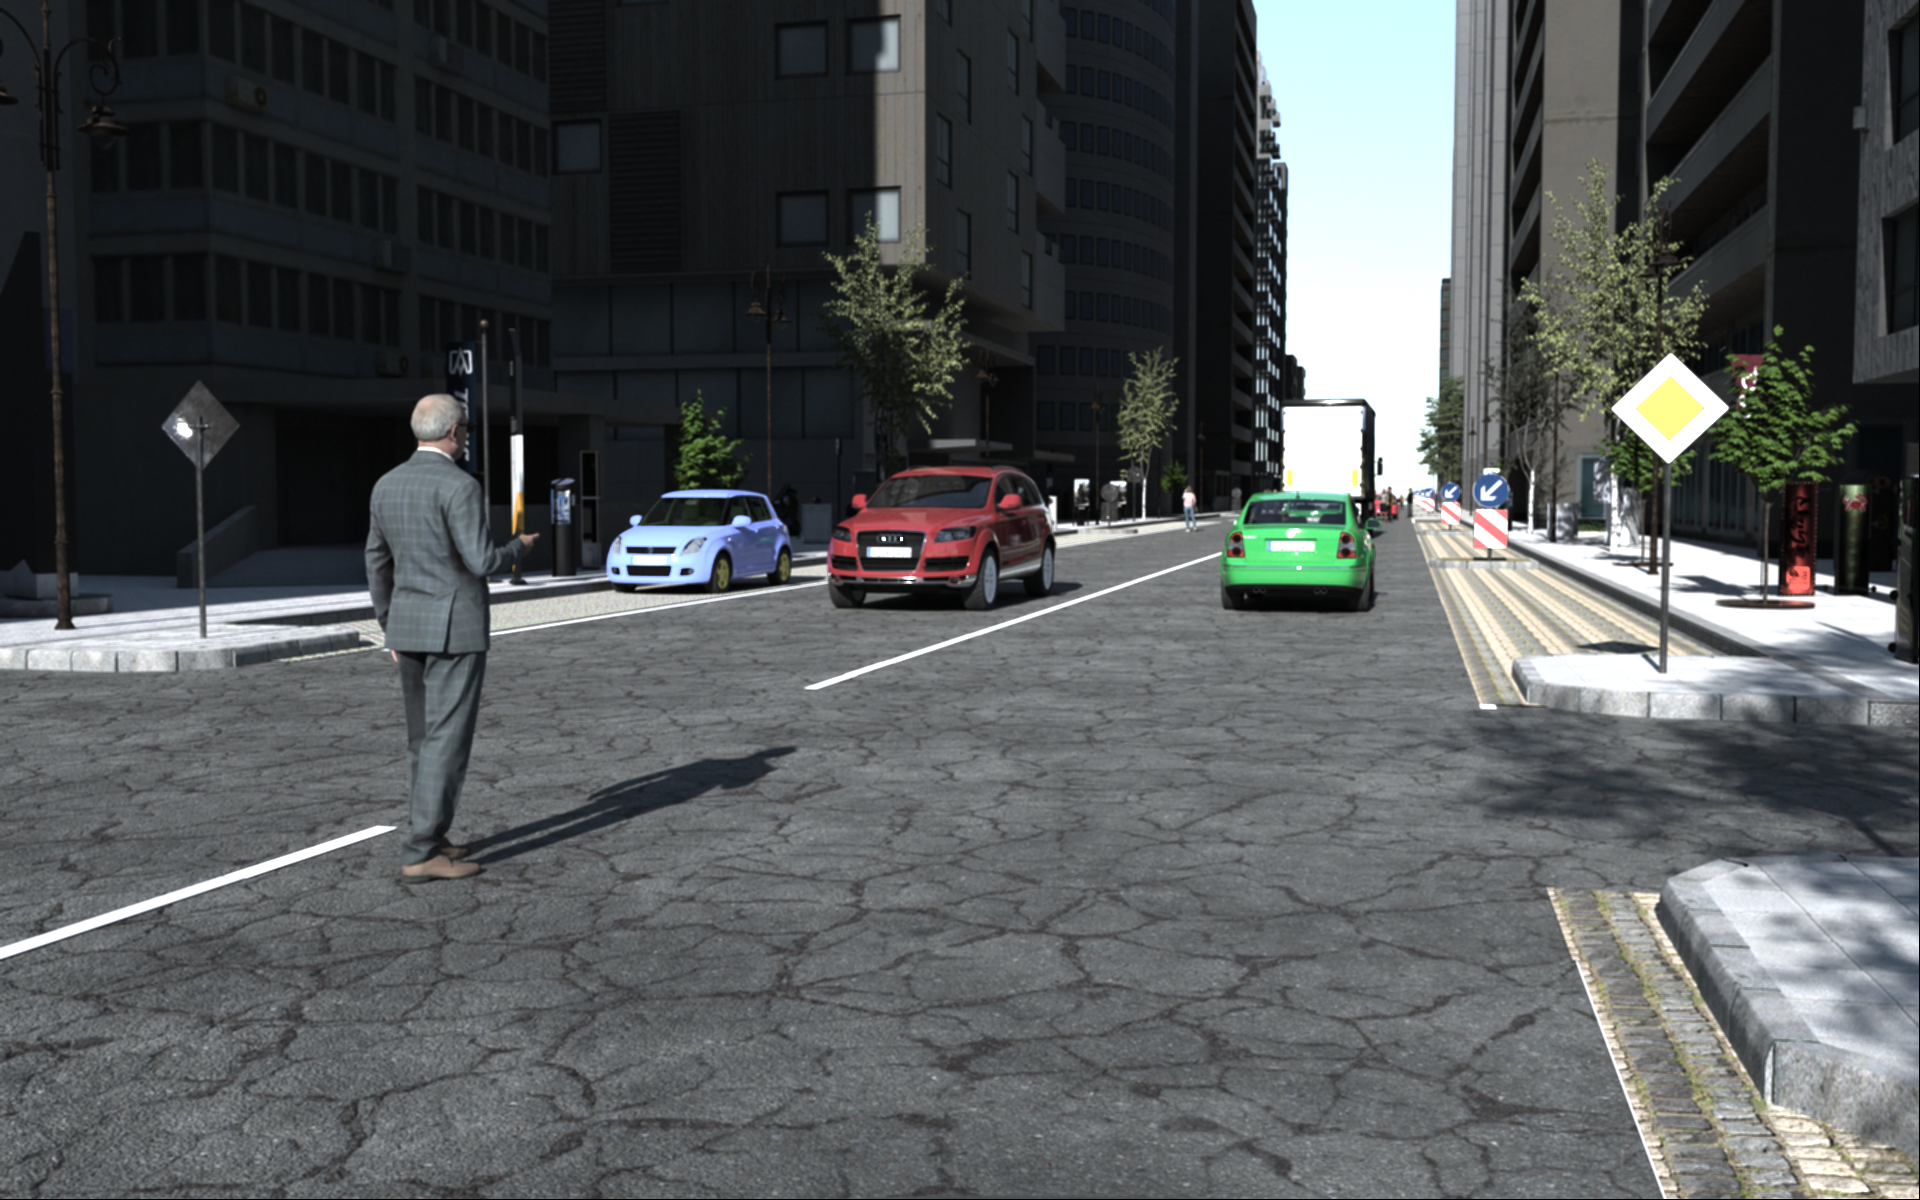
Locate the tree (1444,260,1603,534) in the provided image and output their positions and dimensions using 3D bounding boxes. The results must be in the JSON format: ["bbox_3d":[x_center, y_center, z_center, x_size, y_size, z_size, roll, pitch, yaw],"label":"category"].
[{"bbox_3d":[18.500,-6.441,55.679,4.360,8.622,3.978,0,3,0],"label":"tree"}]

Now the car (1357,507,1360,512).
[{"bbox_3d":[9.024,-2.125,43.547,1.959,1.807,4.718,1,4,15],"label":"car"}]

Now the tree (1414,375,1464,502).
[{"bbox_3d":[47.438,-15.146,165.769,7.486,12.596,7.792,0,3,0],"label":"tree"}]

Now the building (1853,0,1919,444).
[{"bbox_3d":[17.933,-14.949,16.112,14.107,30.474,14.160,1,4,14],"label":"building"}]

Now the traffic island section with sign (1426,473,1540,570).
[{"bbox_3d":[10.186,-1.535,33.732,1.989,1.847,2.006,1,4,14],"label":"traffic island section with sign"}]

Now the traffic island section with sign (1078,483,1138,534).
[{"bbox_3d":[5.426,-3.331,63.093,1.989,1.847,2.006,1,4,14],"label":"traffic island section with sign"}]

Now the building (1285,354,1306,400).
[{"bbox_3d":[31.383,-23.655,231.797,27.650,21.520,28.899,1,4,14],"label":"building"}]

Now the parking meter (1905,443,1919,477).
[{"bbox_3d":[10.905,-0.847,19.559,0.255,1.863,0.399,-3,4,-38],"label":"parking meter"}]

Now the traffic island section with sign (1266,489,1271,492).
[{"bbox_3d":[24.548,-7.910,137.954,1.989,1.847,2.006,1,4,14],"label":"traffic island section with sign"}]

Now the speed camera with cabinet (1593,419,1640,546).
[{"bbox_3d":[16.157,-2.952,42.597,0.660,3.252,2.038,3,4,36],"label":"speed camera with cabinet"}]

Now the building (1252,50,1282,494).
[{"bbox_3d":[22.872,-34.752,187.810,23.786,49.044,30.456,1,4,14],"label":"building"}]

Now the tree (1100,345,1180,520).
[{"bbox_3d":[9.112,-8.317,86.339,4.737,8.622,4.395,0,3,0],"label":"tree"}]

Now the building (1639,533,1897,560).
[{"bbox_3d":[28.930,-25.491,40.472,21.300,48.544,21.600,1,4,14],"label":"building"}]

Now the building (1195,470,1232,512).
[{"bbox_3d":[3.961,-26.886,131.467,32.217,40.220,23.993,1,4,14],"label":"building"}]

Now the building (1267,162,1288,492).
[{"bbox_3d":[31.813,-32.132,208.948,14.154,41.232,14.086,1,4,14],"label":"building"}]

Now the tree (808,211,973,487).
[{"bbox_3d":[-1.838,-5.853,46.066,4.737,8.622,4.395,0,3,0],"label":"tree"}]

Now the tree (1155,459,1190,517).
[{"bbox_3d":[12.138,-6.315,97.846,1.663,3.219,1.824,0,3,0],"label":"tree"}]

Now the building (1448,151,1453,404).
[{"bbox_3d":[70.661,-35.848,209.824,21.300,48.544,21.600,1,4,14],"label":"building"}]

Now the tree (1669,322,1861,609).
[{"bbox_3d":[9.293,-1.528,19.591,1.663,3.219,1.824,0,3,0],"label":"tree"}]

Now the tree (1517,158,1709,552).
[{"bbox_3d":[14.361,-5.351,37.848,4.737,8.622,4.395,0,3,0],"label":"tree"}]

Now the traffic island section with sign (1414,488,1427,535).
[{"bbox_3d":[17.071,-3.186,60.724,1.989,1.847,2.006,1,4,14],"label":"traffic island section with sign"}]

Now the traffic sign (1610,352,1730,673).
[{"bbox_3d":[5.031,-0.532,12.340,0.795,2.450,0.064,1,4,14],"label":"traffic sign"}]

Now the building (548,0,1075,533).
[{"bbox_3d":[-10.892,-29.417,70.213,28.713,52.752,27.495,1,4,14],"label":"building"}]

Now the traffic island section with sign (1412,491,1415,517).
[{"bbox_3d":[29.457,-6.152,109.210,1.989,1.847,2.006,1,4,14],"label":"traffic island section with sign"}]

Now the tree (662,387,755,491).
[{"bbox_3d":[-4.765,-2.249,31.375,1.663,3.219,1.824,0,3,0],"label":"tree"}]

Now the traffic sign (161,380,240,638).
[{"bbox_3d":[-6.731,-0.716,15.355,0.795,2.450,0.064,1,4,14],"label":"traffic sign"}]

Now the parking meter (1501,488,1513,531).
[{"bbox_3d":[18.955,-3.157,60.027,0.372,1.533,0.369,0,3,0],"label":"parking meter"}]

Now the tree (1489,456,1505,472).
[{"bbox_3d":[27.491,-5.734,88.359,1.663,3.219,1.824,0,3,0],"label":"tree"}]

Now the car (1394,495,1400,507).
[{"bbox_3d":[33.335,-7.536,135.214,2.014,1.417,4.499,1,4,15],"label":"car"}]

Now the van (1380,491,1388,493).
[{"bbox_3d":[52.303,-12.584,212.757,2.013,2.044,4.112,1,4,14],"label":"van"}]

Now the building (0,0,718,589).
[{"bbox_3d":[-22.040,-20.918,33.896,32.217,40.220,23.993,1,4,14],"label":"building"}]

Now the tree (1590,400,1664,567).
[{"bbox_3d":[12.362,-2.222,30.929,1.663,3.219,1.824,0,3,0],"label":"tree"}]

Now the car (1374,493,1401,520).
[{"bbox_3d":[23.994,-5.476,98.579,2.155,1.783,4.494,1,4,13],"label":"car"}]

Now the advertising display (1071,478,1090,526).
[{"bbox_3d":[4.854,-3.939,69.615,0.974,1.923,0.123,-3,5,-43],"label":"advertising display"}]

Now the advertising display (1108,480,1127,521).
[{"bbox_3d":[7.492,-4.720,82.384,0.974,1.923,0.123,-2,4,-24],"label":"advertising display"}]

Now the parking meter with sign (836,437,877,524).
[{"bbox_3d":[-2.933,-3.503,53.541,1.738,3.016,0.543,-1,4,-16],"label":"parking meter with sign"}]

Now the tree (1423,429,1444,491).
[{"bbox_3d":[48.289,-13.610,172.880,4.360,8.622,3.978,0,3,0],"label":"tree"}]

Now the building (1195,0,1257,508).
[{"bbox_3d":[14.325,-32.348,152.590,21.300,48.544,21.600,1,4,14],"label":"building"}]

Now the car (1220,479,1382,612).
[{"bbox_3d":[4.476,-0.843,22.577,1.959,1.807,4.718,1,4,15],"label":"car"}]

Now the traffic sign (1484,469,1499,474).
[{"bbox_3d":[21.423,-4.142,69.849,0.606,2.300,0.079,2,4,23],"label":"traffic sign"}]

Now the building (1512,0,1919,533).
[{"bbox_3d":[34.368,-27.335,70.629,21.300,48.544,21.600,1,4,14],"label":"building"}]

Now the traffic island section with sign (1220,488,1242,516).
[{"bbox_3d":[17.884,-6.312,111.832,1.989,1.847,2.006,1,4,14],"label":"traffic island section with sign"}]

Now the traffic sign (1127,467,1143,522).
[{"bbox_3d":[8.058,-4.891,80.077,0.768,2.556,0.104,2,4,24],"label":"traffic sign"}]

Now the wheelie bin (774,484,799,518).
[{"bbox_3d":[-5.524,-2.897,55.272,0.693,1.594,0.980,-1,4,-23],"label":"wheelie bin"}]

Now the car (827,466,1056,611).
[{"bbox_3d":[-0.131,-0.881,23.073,2.281,1.827,5.304,1,4,16],"label":"car"}]

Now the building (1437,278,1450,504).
[{"bbox_3d":[70.807,-28.023,229.884,14.160,30.474,14.107,1,4,14],"label":"building"}]

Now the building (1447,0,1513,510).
[{"bbox_3d":[63.302,-39.302,184.591,21.231,58.520,28.212,1,4,14],"label":"building"}]

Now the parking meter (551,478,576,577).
[{"bbox_3d":[-6.178,-1.136,26.987,0.372,1.533,0.369,0,3,0],"label":"parking meter"}]

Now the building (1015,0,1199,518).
[{"bbox_3d":[2.236,-34.401,104.460,21.231,58.520,28.212,1,4,14],"label":"building"}]
